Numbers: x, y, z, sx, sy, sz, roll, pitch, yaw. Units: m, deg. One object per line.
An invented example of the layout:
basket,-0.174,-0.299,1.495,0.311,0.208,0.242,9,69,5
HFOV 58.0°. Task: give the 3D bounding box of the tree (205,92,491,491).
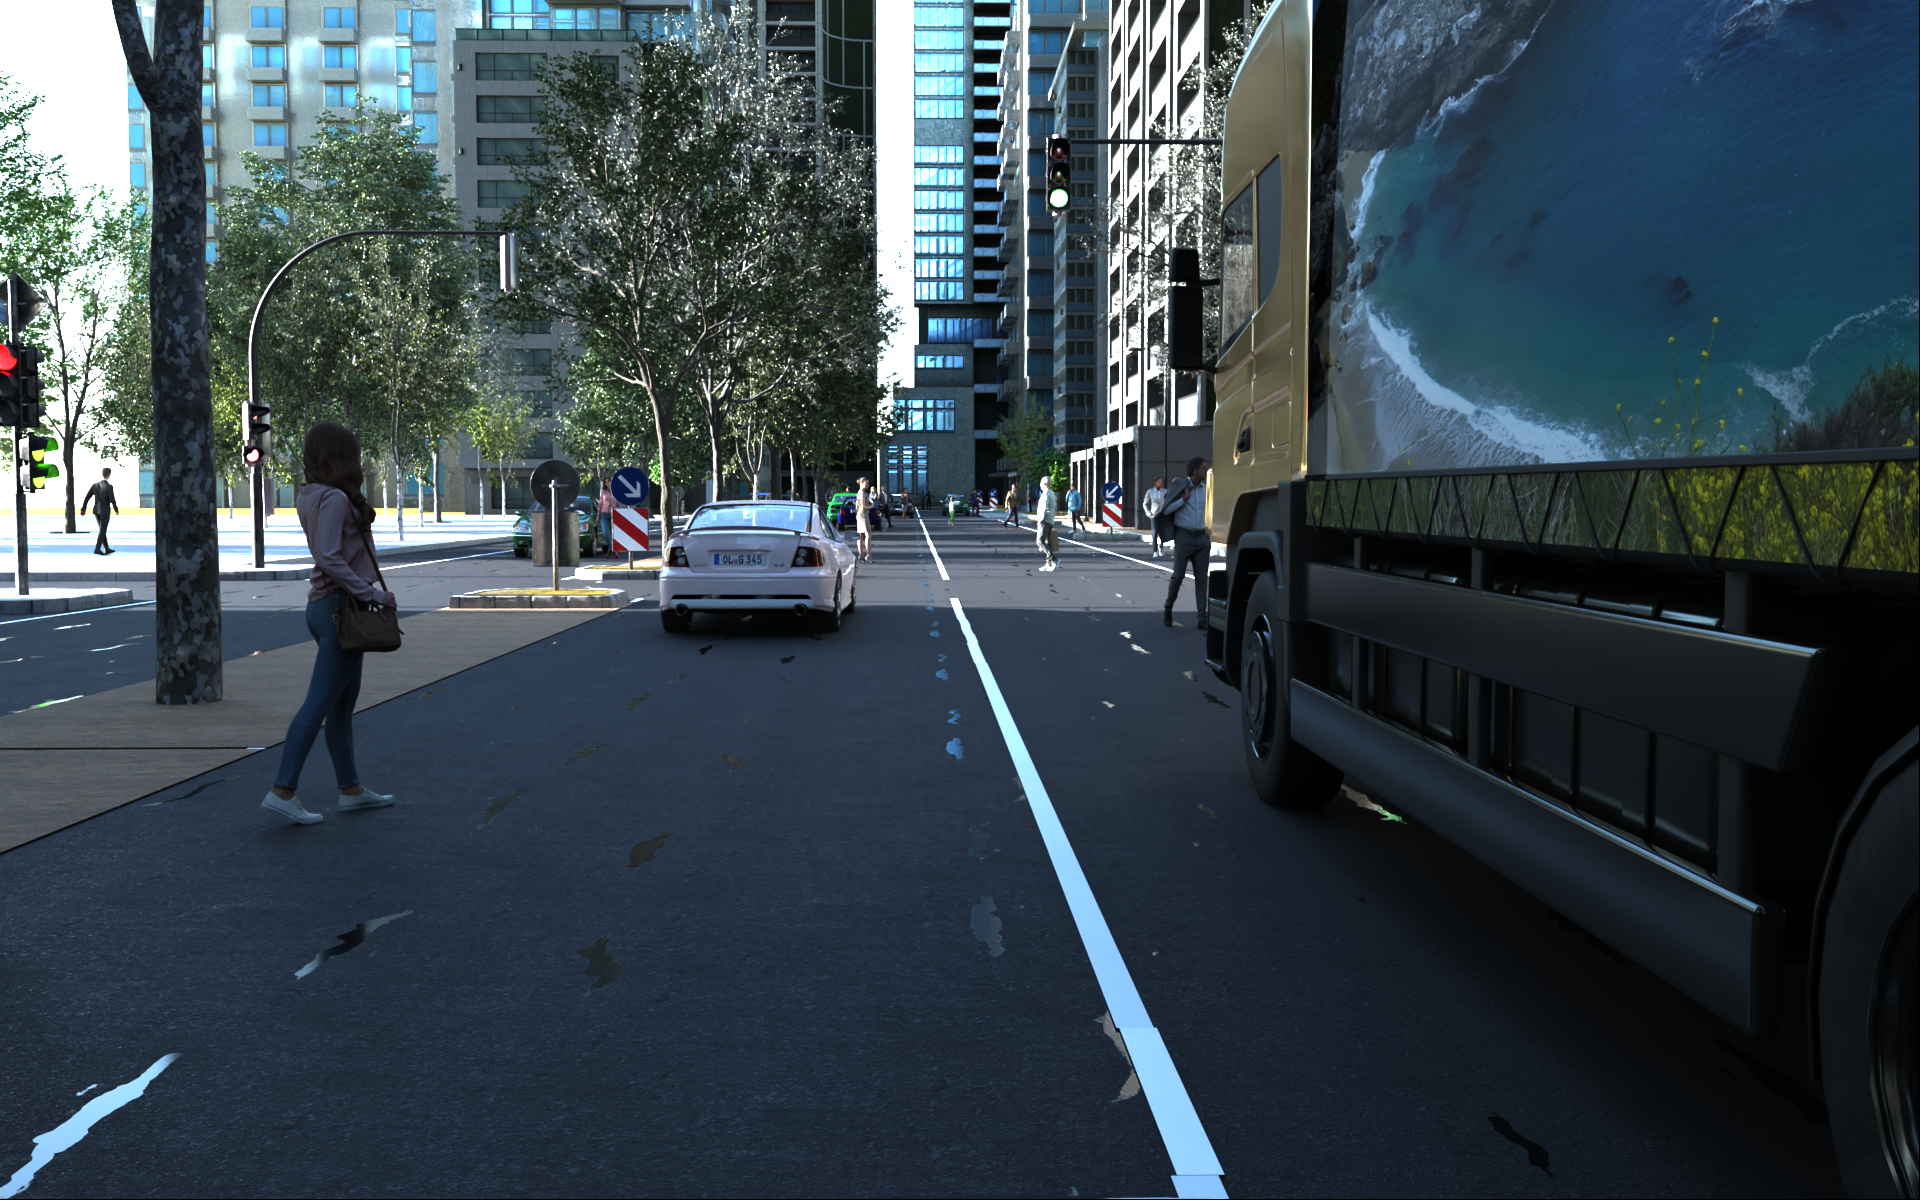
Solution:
tree,-20.031,-9.185,56.830,9.857,13.997,8.962,0,3,0

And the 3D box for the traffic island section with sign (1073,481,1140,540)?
traffic island section with sign,4.640,-2.844,55.123,1.989,1.847,2.006,0,4,-2

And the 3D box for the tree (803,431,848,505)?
tree,-7.297,-8.283,88.245,4.737,8.622,4.395,0,3,0

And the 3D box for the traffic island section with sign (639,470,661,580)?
traffic island section with sign,-5.582,-1.330,29.880,2.006,1.907,1.989,0,4,-2

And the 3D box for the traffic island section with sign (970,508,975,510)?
traffic island section with sign,1.635,-9.209,159.191,1.989,1.847,2.006,0,4,-2

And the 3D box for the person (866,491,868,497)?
person,-9.308,-9.900,171.301,0.436,1.711,0.756,0,4,-8

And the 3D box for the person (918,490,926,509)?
person,-3.528,-9.498,163.877,0.705,1.814,1.350,-2,4,-28

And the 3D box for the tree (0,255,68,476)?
tree,-40.233,-9.253,69.416,7.486,12.596,7.792,0,3,0

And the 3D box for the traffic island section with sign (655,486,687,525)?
traffic island section with sign,-13.357,-4.494,82.106,1.989,1.847,2.006,0,4,-2

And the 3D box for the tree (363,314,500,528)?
tree,-20.388,-7.079,66.105,4.737,8.622,4.395,0,3,0

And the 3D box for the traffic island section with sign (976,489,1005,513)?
traffic island section with sign,2.409,-7.561,132.247,1.989,1.847,2.006,0,4,-2

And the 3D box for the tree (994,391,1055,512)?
tree,4.593,-10.567,123.131,4.737,8.622,4.395,0,3,0

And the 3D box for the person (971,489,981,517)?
person,1.035,-6.090,108.519,0.683,1.767,0.568,-3,5,-40

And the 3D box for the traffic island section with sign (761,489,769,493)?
traffic island section with sign,-14.797,-7.531,131.760,1.989,1.847,2.006,0,4,-2

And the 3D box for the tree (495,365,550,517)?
tree,-25.097,-8.908,96.016,4.360,8.622,3.978,0,3,0

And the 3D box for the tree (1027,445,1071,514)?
tree,6.114,-7.931,113.383,4.285,4.588,4.351,0,3,0

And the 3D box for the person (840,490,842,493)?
person,-9.164,-7.597,133.638,0.541,1.710,0.530,1,4,10

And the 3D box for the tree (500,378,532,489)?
tree,-24.591,-8.525,89.751,4.737,8.622,4.395,0,3,0

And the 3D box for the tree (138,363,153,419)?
tree,-32.948,-7.550,73.799,4.737,8.622,4.395,0,3,0

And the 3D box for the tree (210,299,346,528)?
tree,-26.184,-7.002,64.841,4.737,8.622,4.395,0,3,0

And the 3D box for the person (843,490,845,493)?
person,-10.938,-9.506,164.063,1.348,1.807,0.705,3,4,36

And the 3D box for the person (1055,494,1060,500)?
person,6.404,-6.795,117.133,0.705,1.826,1.348,-2,4,-30

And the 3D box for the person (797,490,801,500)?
person,-14.274,-8.841,153.046,0.705,1.824,1.348,0,4,3

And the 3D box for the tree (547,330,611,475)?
tree,-16.607,-10.649,91.120,9.611,12.733,9.660,0,3,0

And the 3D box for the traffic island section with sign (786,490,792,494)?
traffic island section with sign,-15.586,-9.193,158.934,1.989,1.847,2.006,0,4,-2

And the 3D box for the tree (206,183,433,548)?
tree,-15.515,-5.534,40.850,4.360,8.622,3.978,0,3,0

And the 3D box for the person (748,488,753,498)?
person,-13.324,-6.263,110.912,0.705,1.823,1.348,1,4,10

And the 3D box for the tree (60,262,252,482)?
tree,-36.760,-10.088,81.945,9.611,12.733,9.660,0,3,0

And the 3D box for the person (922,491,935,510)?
person,-2.857,-9.153,158.870,1.217,1.735,0.721,0,4,0

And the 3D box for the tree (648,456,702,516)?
tree,-16.588,-7.155,100.691,4.285,4.588,4.351,0,3,0

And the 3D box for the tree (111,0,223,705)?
tree,-6.529,-9.404,12.105,12.611,20.169,13.585,0,3,0

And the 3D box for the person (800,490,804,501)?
person,-16.210,-10.424,179.030,0.705,1.812,1.348,-2,4,-35

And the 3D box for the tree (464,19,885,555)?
tree,-5.515,-5.880,33.014,8.767,10.594,7.601,0,4,-2

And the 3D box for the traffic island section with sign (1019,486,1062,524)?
traffic island section with sign,3.834,-4.560,83.184,1.989,1.847,2.006,0,4,-2

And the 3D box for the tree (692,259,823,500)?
tree,-6.065,-6.018,51.221,4.360,8.622,3.978,0,3,0

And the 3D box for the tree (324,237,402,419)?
tree,-23.452,-10.199,77.129,12.009,13.543,11.850,0,3,0

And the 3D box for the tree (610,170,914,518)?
tree,-6.443,-8.618,60.365,9.611,12.733,9.660,0,3,0

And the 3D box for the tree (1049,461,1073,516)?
tree,5.625,-6.551,101.717,1.663,3.219,1.824,0,3,0

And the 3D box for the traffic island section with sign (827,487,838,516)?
traffic island section with sign,-7.767,-5.924,104.987,2.006,1.907,1.989,0,4,-2

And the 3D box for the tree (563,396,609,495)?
tree,-20.997,-9.212,100.981,4.737,8.622,4.395,0,3,0

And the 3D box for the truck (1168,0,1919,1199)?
truck,2.631,-0.959,4.588,2.839,4.237,11.283,0,4,-1

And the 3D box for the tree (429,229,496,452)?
tree,-15.153,-5.938,47.449,4.360,8.622,3.978,0,3,0

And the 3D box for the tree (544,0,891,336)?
tree,-6.023,-7.949,42.801,12.009,13.543,11.850,0,3,0

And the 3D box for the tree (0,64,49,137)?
tree,-23.492,-6.900,38.567,9.928,11.665,9.643,0,3,0

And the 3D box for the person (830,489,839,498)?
person,-8.549,-6.795,119.581,1.348,1.826,0.705,2,4,25

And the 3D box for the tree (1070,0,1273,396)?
tree,7.959,-8.117,43.079,12.009,13.543,11.850,0,3,0

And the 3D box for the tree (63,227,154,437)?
tree,-22.057,-5.949,47.630,4.360,8.622,3.978,0,3,0

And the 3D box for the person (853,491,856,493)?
person,-9.127,-8.669,150.914,0.721,1.739,1.217,3,5,43

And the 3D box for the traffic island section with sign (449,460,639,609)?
traffic island section with sign,-5.377,-0.877,22.476,2.006,1.907,1.989,0,4,-2

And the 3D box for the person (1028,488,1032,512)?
person,4.818,-6.967,120.664,0.721,1.735,1.217,0,3,0
